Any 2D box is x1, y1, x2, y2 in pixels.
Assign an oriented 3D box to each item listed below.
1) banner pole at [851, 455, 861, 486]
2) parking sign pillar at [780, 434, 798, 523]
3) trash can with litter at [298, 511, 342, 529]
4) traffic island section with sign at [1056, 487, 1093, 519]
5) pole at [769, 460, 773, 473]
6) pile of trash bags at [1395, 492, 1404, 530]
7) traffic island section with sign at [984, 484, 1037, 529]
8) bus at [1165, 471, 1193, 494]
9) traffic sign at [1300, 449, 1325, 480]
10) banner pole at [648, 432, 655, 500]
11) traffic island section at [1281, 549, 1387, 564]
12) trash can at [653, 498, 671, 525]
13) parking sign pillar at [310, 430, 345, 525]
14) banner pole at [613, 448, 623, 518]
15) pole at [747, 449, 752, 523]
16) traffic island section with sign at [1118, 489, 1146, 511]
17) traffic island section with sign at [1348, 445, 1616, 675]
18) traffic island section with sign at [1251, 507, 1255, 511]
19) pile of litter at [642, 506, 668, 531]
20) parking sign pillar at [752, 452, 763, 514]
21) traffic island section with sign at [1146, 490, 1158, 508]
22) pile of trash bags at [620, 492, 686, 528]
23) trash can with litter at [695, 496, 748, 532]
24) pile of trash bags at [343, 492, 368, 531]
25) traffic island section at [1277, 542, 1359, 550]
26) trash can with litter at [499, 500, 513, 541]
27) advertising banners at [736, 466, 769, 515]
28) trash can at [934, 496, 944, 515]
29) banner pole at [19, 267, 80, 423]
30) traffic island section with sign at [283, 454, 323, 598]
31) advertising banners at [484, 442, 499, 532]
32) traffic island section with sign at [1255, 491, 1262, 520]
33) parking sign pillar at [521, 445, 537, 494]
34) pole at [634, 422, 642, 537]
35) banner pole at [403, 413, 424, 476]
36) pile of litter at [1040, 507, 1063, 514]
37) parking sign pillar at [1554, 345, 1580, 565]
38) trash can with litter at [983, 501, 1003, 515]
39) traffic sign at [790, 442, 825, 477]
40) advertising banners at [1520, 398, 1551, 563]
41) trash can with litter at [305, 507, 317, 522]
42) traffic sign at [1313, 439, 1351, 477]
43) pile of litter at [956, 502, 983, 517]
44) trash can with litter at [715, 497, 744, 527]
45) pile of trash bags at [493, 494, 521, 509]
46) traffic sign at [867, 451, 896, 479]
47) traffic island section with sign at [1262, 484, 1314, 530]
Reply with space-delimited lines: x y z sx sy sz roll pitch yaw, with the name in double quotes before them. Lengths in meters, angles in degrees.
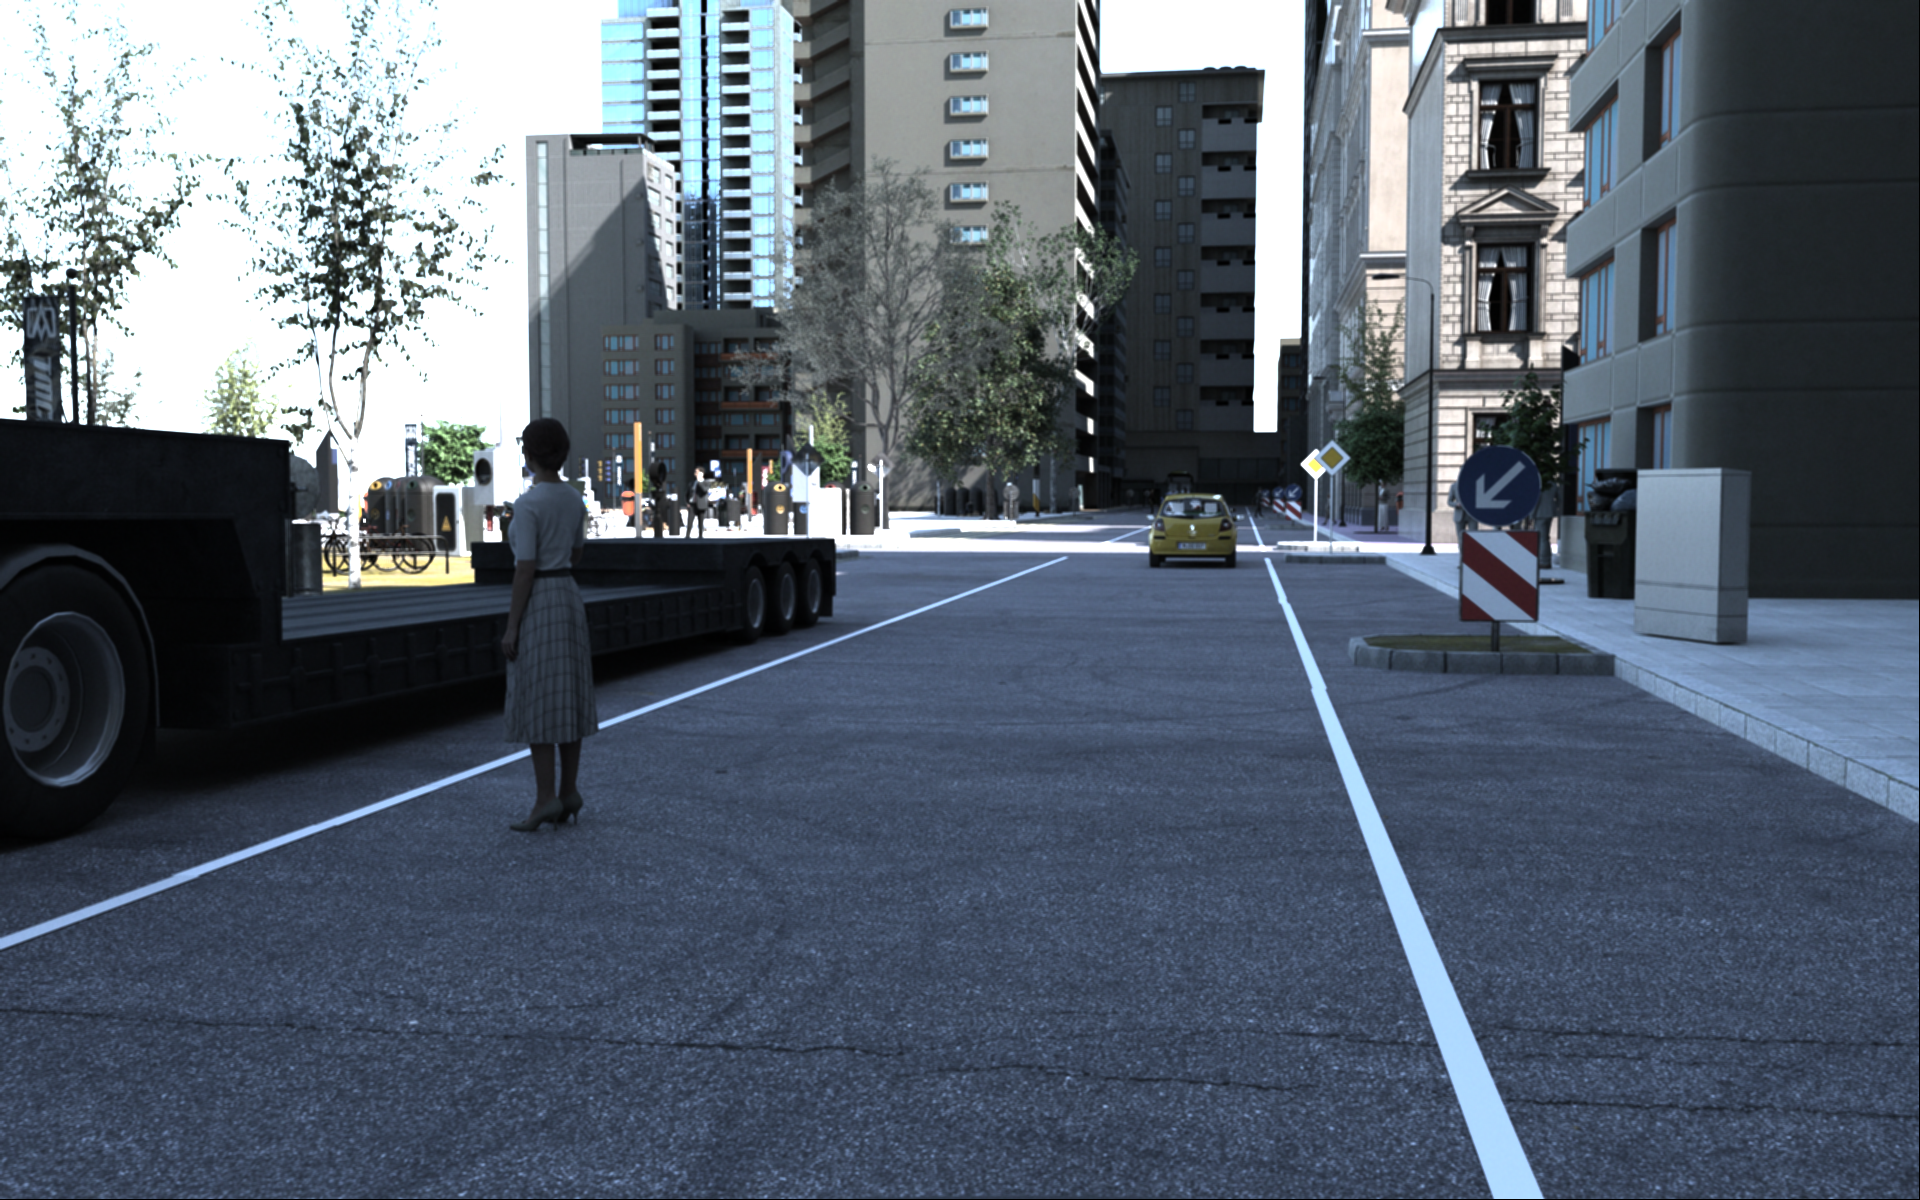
"banner pole" -6.651 -7.435 111.573 0.863 3.779 0.401 -1 4 -21
"parking sign pillar" -7.623 -5.445 77.504 1.447 3.967 1.447 -2 4 -23
"trash can with litter" -23.726 -3.230 63.865 2.233 1.210 1.678 -1 4 -21
"traffic island section with sign" 6.502 -5.464 97.966 1.989 1.847 2.006 1 4 9
"pole" -11.300 -6.713 103.601 0.158 3.312 0.155 0 3 0
"pile of trash bags" 16.696 -3.127 60.876 1.912 1.369 3.447 -3 4 -36
"traffic island section with sign" 2.102 -3.808 70.896 1.989 1.847 2.006 1 4 9
"bus" 23.538 -11.834 185.027 2.896 3.916 12.252 1 4 9
"traffic sign" 9.206 -2.602 44.734 0.795 2.593 0.064 1 4 9
"banner pole" -12.394 -4.872 69.677 0.401 3.779 0.863 0 4 8
"traffic island section" 7.951 -0.896 36.931 2.009 0.180 2.903 1 4 9
"trash can" -10.779 -3.132 62.856 0.748 1.137 0.748 0 3 0
"parking sign pillar" -26.708 -5.174 73.073 1.447 3.967 1.447 -3 5 -44
"banner pole" -18.556 -6.346 93.769 0.401 3.779 0.863 2 4 34
"pole" -9.469 -5.146 77.972 0.158 3.312 0.155 0 3 0
"traffic island section with sign" 14.498 -8.473 147.160 1.989 1.847 2.006 1 4 9
"traffic island section with sign" 4.368 -0.376 14.771 1.989 1.847 2.006 1 4 9
"traffic island section with sign" 25.551 -8.356 145.256 1.989 1.847 2.006 1 4 9
"pile of litter" -10.646 -2.837 60.346 1.176 0.858 1.719 3 4 37
"parking sign pillar" -13.140 -7.494 110.999 1.447 3.967 1.447 1 4 18
"traffic island section with sign" 18.879 -10.127 174.206 1.989 1.847 2.006 1 4 9
"pile of trash bags" -12.011 -3.465 66.412 1.912 1.369 3.447 1 4 18
"trash can with litter" -8.076 -2.919 58.786 2.233 1.210 1.678 -2 4 -34
"pile of trash bags" -19.954 -3.150 61.247 1.912 1.369 3.447 2 4 27
"traffic island section" 9.231 -1.378 44.813 2.009 0.180 2.903 1 4 9
"trash can with litter" -8.011 -1.268 32.124 1.055 1.170 0.624 0 4 -7
"advertising banners" -12.682 -6.729 106.209 2.074 3.025 0.090 -1 4 -14
"trash can" -1.253 -5.809 106.634 0.748 1.137 0.748 0 3 0
"banner pole" -10.041 -1.790 19.278 0.863 3.779 0.401 1 4 10
"traffic island section with sign" -6.711 -0.486 16.581 1.989 1.847 2.006 1 4 9
"advertising banners" -15.899 -3.810 58.477 0.090 3.025 2.074 -3 5 -39
"traffic island section with sign" 17.663 -5.385 96.679 1.989 1.847 2.006 1 4 9
"parking sign pillar" -23.931 -6.586 96.159 1.447 3.967 1.447 0 4 6
"pole" -9.182 -3.399 49.415 0.158 3.312 0.155 0 3 0
"banner pole" -16.878 -3.898 53.757 0.863 3.779 0.401 1 4 15
"pile of litter" 5.970 -6.070 113.205 1.719 0.858 1.176 -1 4 -16
"parking sign pillar" 11.558 -2.622 31.349 1.447 3.967 1.447 0 4 6
"trash can with litter" 1.851 -5.962 108.528 2.233 1.210 1.678 2 4 31
"traffic sign" -3.416 -2.233 38.707 0.795 2.593 0.064 1 4 9
"advertising banners" 10.828 -2.229 32.629 0.090 3.025 2.074 0 4 4
"trash can with litter" -29.207 -4.100 78.428 1.055 1.170 0.624 1 4 18
"traffic sign" 7.927 -2.120 36.852 0.795 2.593 0.064 1 4 9
"pile of litter" 0.644 -5.182 98.688 1.719 0.858 1.176 0 4 -1
"trash can with litter" -8.991 -3.439 67.614 1.055 1.170 0.624 -1 4 -19
"pile of trash bags" -30.790 -6.627 118.103 1.912 1.369 3.447 2 4 33
"traffic sign" -2.137 -2.716 46.589 0.795 2.593 0.064 1 4 9
"traffic island section with sign" 13.283 -3.735 69.689 1.989 1.847 2.006 1 4 9
